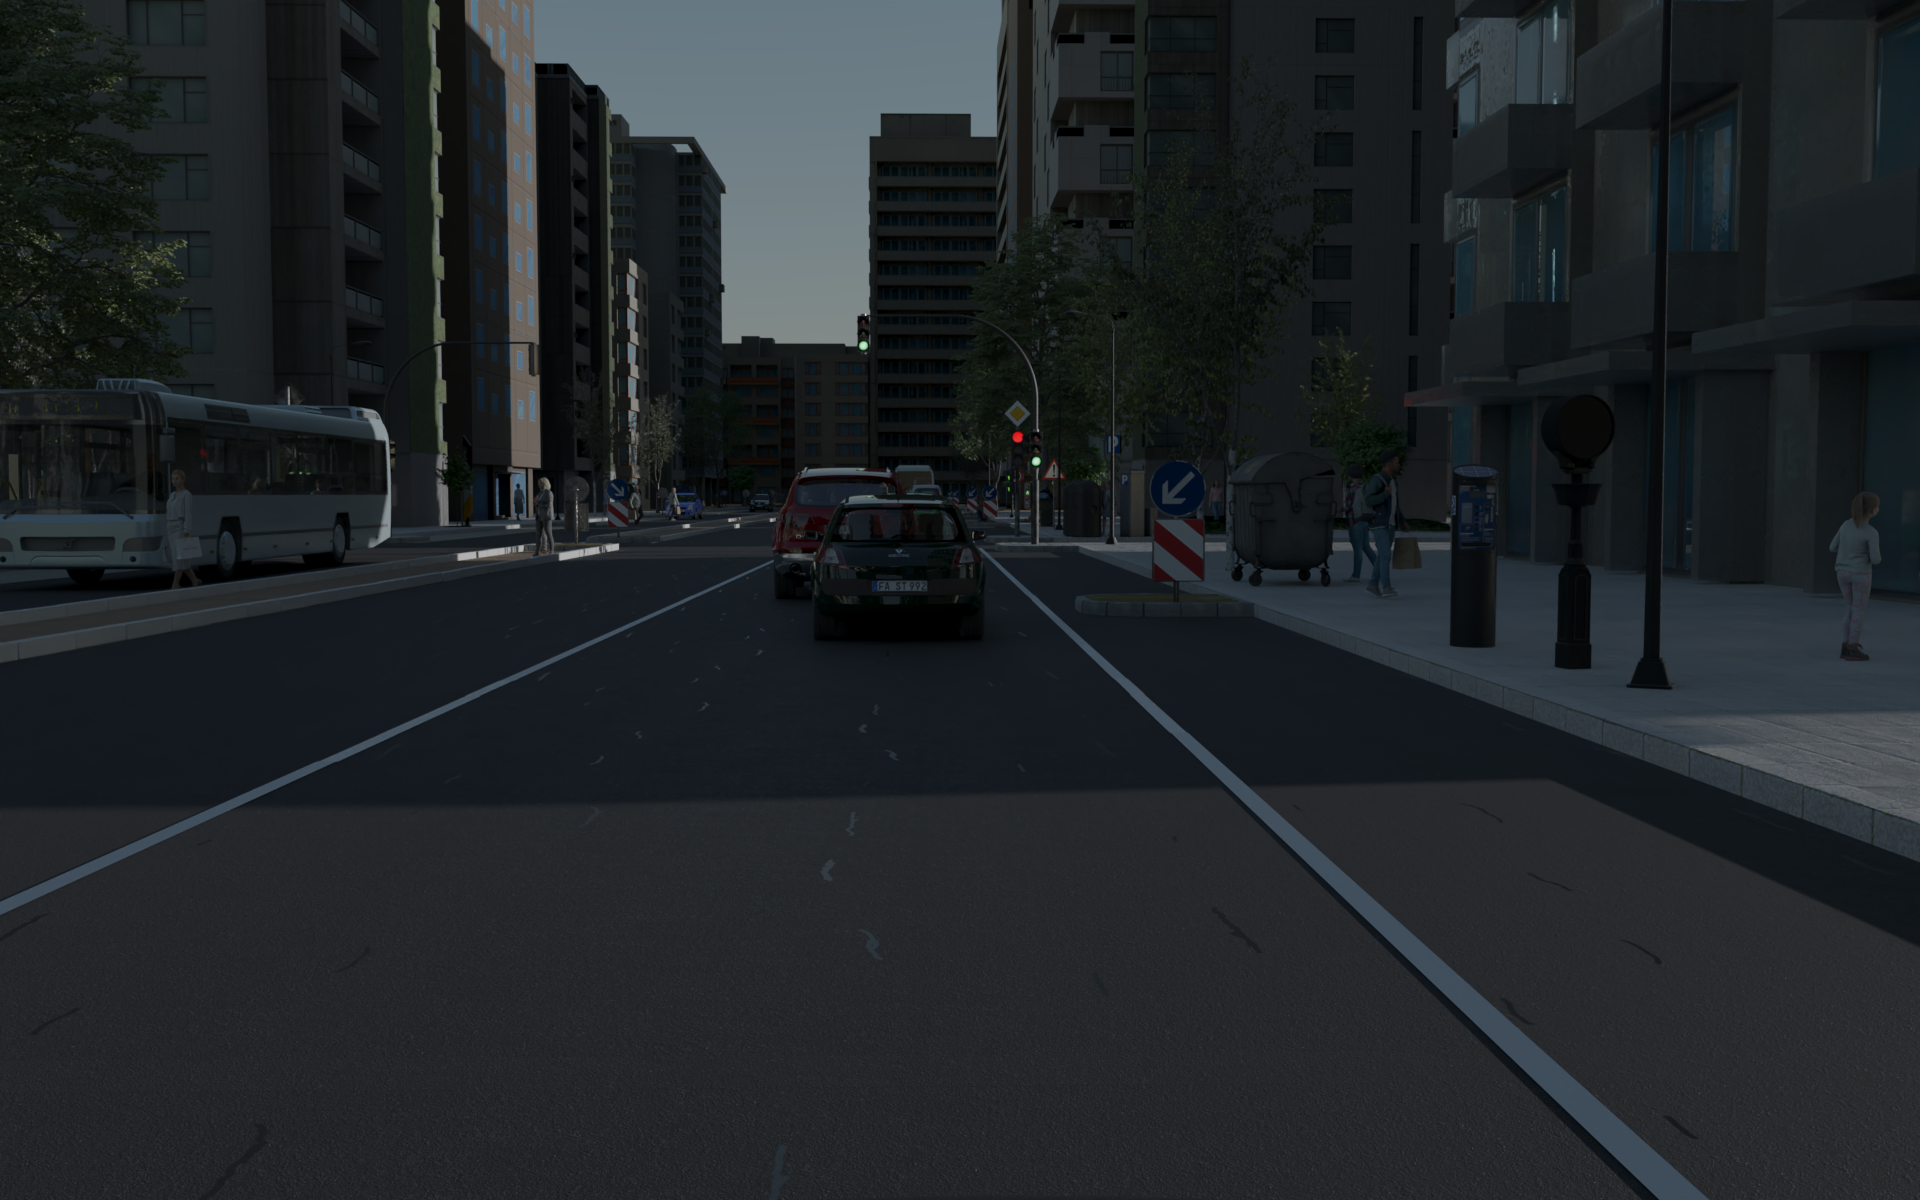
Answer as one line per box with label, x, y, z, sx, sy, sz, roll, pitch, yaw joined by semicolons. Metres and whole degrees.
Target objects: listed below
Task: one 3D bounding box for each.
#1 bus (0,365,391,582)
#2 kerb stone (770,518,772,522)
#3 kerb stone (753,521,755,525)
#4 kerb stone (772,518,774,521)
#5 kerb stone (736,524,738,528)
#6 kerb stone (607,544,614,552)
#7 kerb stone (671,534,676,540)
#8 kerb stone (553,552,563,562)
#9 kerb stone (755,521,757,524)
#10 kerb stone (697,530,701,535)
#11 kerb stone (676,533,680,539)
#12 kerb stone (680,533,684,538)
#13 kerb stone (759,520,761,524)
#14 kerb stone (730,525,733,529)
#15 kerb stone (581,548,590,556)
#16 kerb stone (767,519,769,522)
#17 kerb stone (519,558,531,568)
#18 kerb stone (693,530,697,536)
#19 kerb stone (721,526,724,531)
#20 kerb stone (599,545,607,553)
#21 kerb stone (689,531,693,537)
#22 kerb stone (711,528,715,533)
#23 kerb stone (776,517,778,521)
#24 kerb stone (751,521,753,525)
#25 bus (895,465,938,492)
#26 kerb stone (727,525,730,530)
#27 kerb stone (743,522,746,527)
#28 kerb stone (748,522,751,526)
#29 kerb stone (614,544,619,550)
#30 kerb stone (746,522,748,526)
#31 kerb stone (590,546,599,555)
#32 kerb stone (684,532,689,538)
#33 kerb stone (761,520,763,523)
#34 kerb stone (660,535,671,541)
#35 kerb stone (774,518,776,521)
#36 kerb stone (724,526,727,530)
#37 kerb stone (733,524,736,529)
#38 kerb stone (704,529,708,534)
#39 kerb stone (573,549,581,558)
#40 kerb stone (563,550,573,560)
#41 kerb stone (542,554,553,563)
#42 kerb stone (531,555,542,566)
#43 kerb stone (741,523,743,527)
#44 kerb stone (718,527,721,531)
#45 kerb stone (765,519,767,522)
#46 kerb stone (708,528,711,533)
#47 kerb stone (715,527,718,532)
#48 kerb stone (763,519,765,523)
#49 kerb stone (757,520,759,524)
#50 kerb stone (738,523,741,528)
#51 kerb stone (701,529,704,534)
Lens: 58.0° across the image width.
bus;-13.339;-2.211;31.009;2.948;3.499;13.247;0;4;-3
kerb stone;-9.849;-4.074;88.808;0.120;0.150;1.000;0;4;-1
kerb stone;-9.651;-3.510;79.577;0.120;0.150;1.000;0;4;-1
kerb stone;-9.872;-4.137;89.832;0.120;0.150;1.000;0;4;-1
kerb stone;-9.493;-3.070;72.419;0.120;0.150;1.000;0;4;-1
kerb stone;-8.833;-1.282;43.155;0.120;0.150;1.000;0;4;-1
kerb stone;-9.075;-1.941;53.974;0.120;0.150;1.000;0;4;-1
kerb stone;-8.693;-0.906;37.006;0.120;0.150;1.000;0;4;-1
kerb stone;-9.676;-3.573;80.610;0.120;0.150;1.000;0;4;-1
kerb stone;-9.217;-2.320;60.127;0.120;0.150;1.000;0;4;-1
kerb stone;-9.103;-2.006;54.995;0.120;0.150;1.000;0;4;-1
kerb stone;-9.125;-2.068;56.022;0.120;0.150;1.000;0;4;-1
kerb stone;-9.722;-3.699;82.667;0.120;0.150;1.000;0;4;-1
kerb stone;-9.447;-2.947;70.375;0.120;0.150;1.000;0;4;-1
kerb stone;-8.769;-1.094;40.077;0.120;0.150;1.000;0;4;-1
kerb stone;-9.800;-3.946;86.763;0.120;0.150;1.000;0;4;-1
kerb stone;-8.631;-0.716;33.927;0.120;0.150;1.000;0;4;-1
kerb stone;-9.197;-2.257;59.103;0.120;0.150;1.000;0;4;-1
kerb stone;-9.375;-2.759;67.306;0.120;0.150;1.000;0;4;-1
kerb stone;-8.809;-1.219;42.121;0.120;0.150;1.000;0;4;-1
kerb stone;-9.173;-2.195;58.077;0.120;0.150;1.000;0;4;-1
kerb stone;-9.306;-2.571;64.235;0.120;0.150;1.000;0;4;-1
kerb stone;-9.916;-4.259;91.879;0.120;0.150;1.000;0;4;-1
kerb stone;-9.632;-3.447;78.555;0.120;0.150;1.000;0;4;-1
bus;-3.004;-7.491;117.333;2.948;3.499;13.247;0;4;-1
kerb stone;-9.424;-2.882;69.350;0.120;0.150;1.000;0;4;-1
kerb stone;-9.561;-3.257;75.489;0.120;0.150;1.000;0;4;-1
kerb stone;-9.598;-3.385;77.533;0.120;0.150;1.000;0;4;-1
kerb stone;-8.852;-1.344;44.176;0.120;0.150;1.000;0;4;-1
kerb stone;-9.584;-3.320;76.511;0.120;0.150;1.000;0;4;-1
kerb stone;-8.789;-1.154;41.099;0.120;0.150;1.000;0;4;-1
kerb stone;-9.139;-2.129;57.044;0.120;0.150;1.000;0;4;-1
kerb stone;-9.738;-3.757;83.690;0.120;0.150;1.000;0;4;-1
kerb stone;-9.057;-1.881;52.951;0.120;0.150;1.000;0;4;-1
kerb stone;-9.894;-4.191;90.854;0.120;0.150;1.000;0;4;-1
kerb stone;-9.405;-2.822;68.328;0.120;0.150;1.000;0;4;-1
kerb stone;-9.470;-3.006;71.397;0.120;0.150;1.000;0;4;-1
kerb stone;-9.258;-2.440;62.179;0.120;0.150;1.000;0;4;-1
kerb stone;-8.751;-1.031;39.050;0.120;0.150;1.000;0;4;-1
kerb stone;-8.722;-0.967;38.027;0.120;0.150;1.000;0;4;-1
kerb stone;-8.683;-0.843;35.980;0.120;0.150;1.000;0;4;-1
kerb stone;-8.654;-0.774;34.950;0.120;0.150;1.000;0;4;-1
kerb stone;-9.538;-3.195;74.464;0.120;0.150;1.000;0;4;-1
kerb stone;-9.344;-2.697;66.284;0.120;0.150;1.000;0;4;-1
kerb stone;-9.786;-3.879;85.742;0.120;0.150;1.000;0;4;-1
kerb stone;-9.291;-2.509;63.213;0.120;0.150;1.000;0;4;-1
kerb stone;-9.323;-2.634;65.257;0.120;0.150;1.000;0;4;-1
kerb stone;-9.766;-3.821;84.712;0.120;0.150;1.000;0;4;-1
kerb stone;-9.691;-3.635;81.634;0.120;0.150;1.000;0;4;-1
kerb stone;-9.509;-3.131;73.441;0.120;0.150;1.000;0;4;-1
kerb stone;-9.243;-2.383;61.153;0.120;0.150;1.000;0;4;-1
